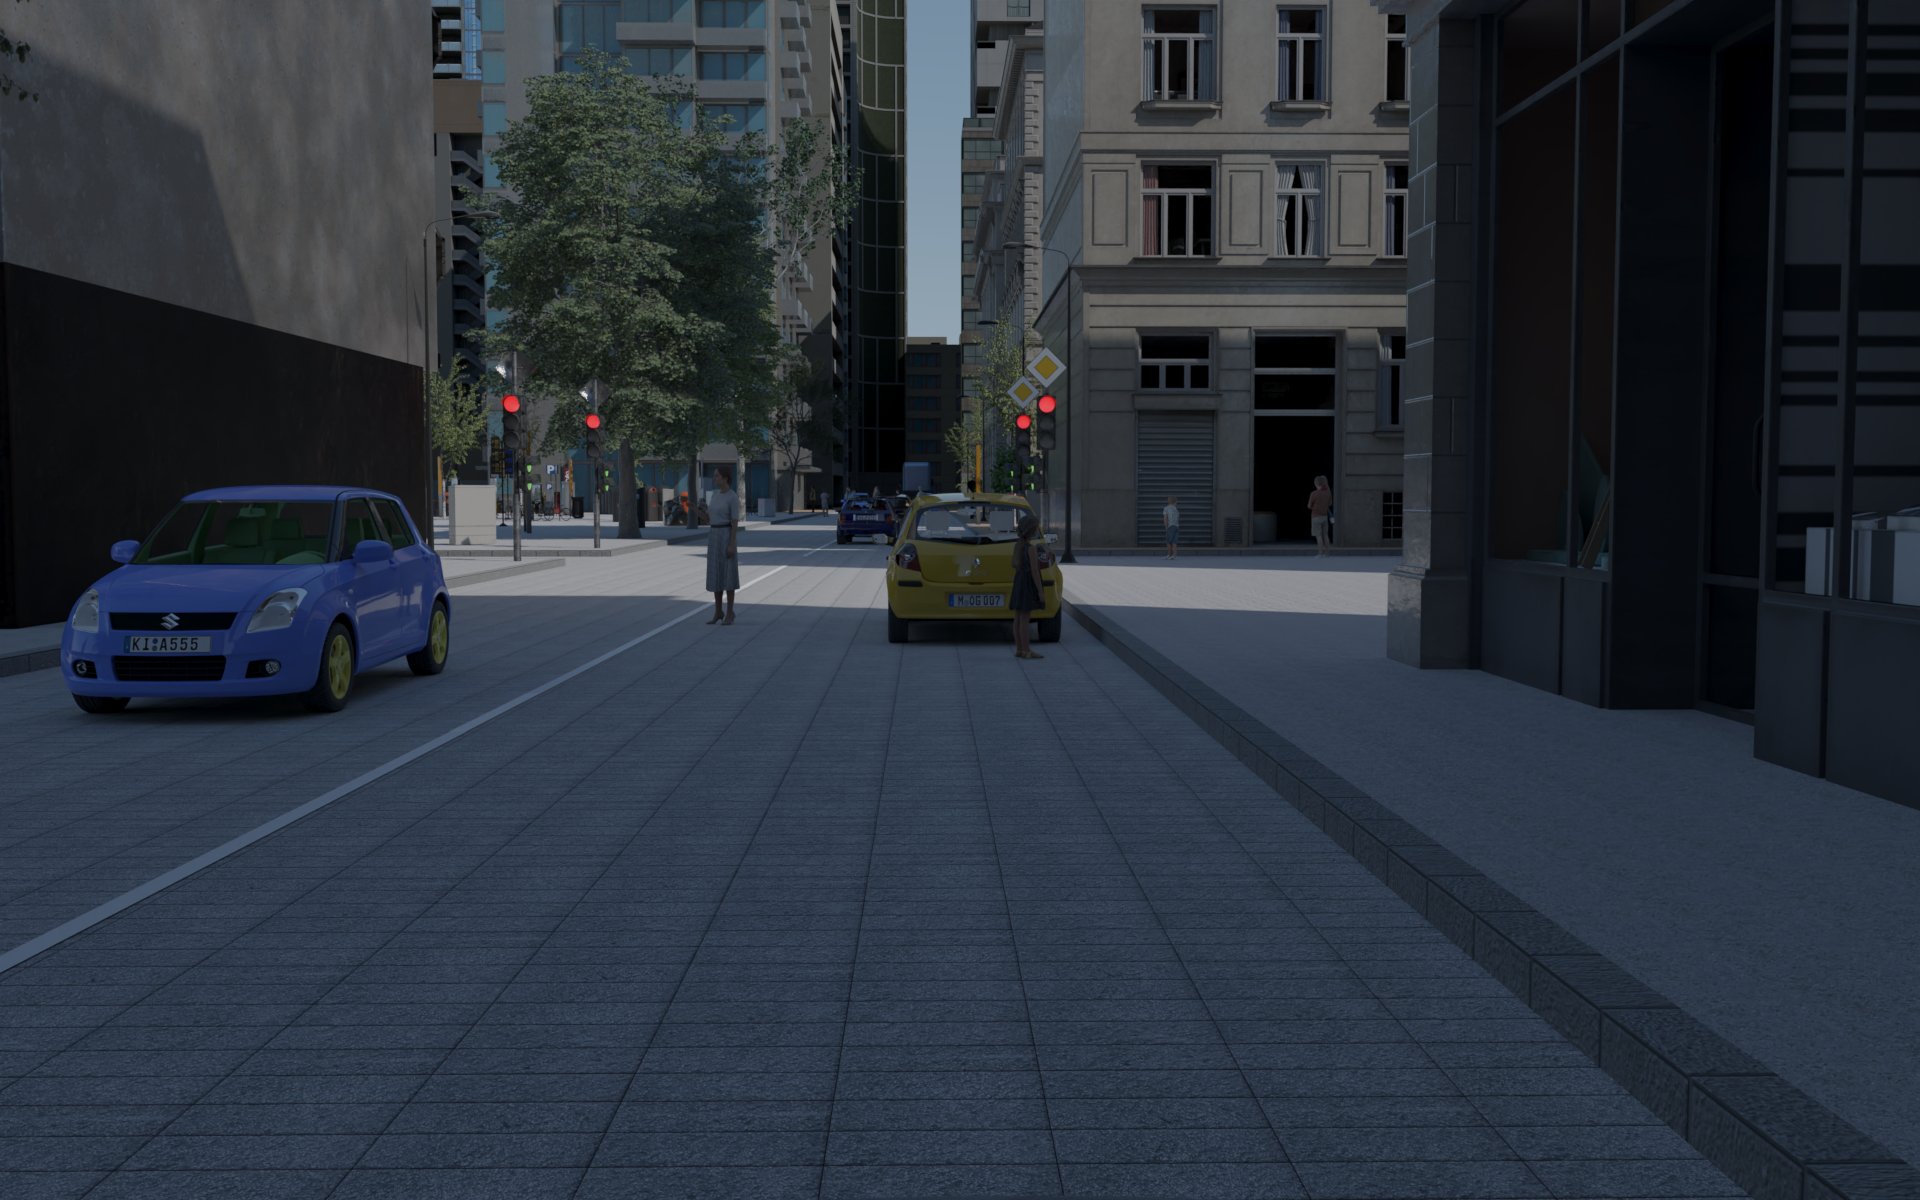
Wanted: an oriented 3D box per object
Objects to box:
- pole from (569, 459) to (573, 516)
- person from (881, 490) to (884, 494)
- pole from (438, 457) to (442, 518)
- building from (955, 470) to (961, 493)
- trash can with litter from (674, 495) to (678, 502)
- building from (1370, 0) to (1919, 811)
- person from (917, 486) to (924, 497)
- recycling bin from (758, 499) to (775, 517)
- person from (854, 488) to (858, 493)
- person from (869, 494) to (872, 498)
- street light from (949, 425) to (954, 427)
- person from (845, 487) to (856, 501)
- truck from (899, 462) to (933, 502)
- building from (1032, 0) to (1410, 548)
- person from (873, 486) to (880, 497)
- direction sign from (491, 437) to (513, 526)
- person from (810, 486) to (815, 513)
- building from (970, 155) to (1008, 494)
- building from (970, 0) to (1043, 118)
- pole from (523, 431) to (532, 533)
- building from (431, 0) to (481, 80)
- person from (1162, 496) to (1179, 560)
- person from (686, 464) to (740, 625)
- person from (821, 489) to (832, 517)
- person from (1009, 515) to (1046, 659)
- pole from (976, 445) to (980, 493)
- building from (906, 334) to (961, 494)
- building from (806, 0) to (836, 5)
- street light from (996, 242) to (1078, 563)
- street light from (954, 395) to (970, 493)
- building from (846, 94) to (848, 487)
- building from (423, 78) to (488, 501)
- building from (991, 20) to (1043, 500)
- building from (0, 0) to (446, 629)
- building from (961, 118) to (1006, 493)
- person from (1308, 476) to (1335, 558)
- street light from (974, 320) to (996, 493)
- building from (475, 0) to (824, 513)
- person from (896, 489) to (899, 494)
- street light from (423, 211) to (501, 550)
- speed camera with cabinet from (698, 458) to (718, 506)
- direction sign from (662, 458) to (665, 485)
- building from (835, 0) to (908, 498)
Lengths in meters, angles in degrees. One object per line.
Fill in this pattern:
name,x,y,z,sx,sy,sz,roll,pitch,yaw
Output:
pole,-22.346,-6.460,99.457,0.158,3.312,0.155,0,3,0
person,-6.473,-8.410,146.718,0.721,1.735,1.217,0,4,-8
pole,-28.345,-6.152,94.420,0.158,3.312,0.155,0,3,0
building,9.918,-45.399,180.520,20.563,71.187,20.611,0,4,-1
trash can with litter,-18.905,-6.170,111.941,2.233,1.210,1.678,-1,4,-14
building,7.801,-9.834,11.690,10.553,20.767,40.483,0,4,-1
person,-1.953,-4.870,88.008,0.818,1.842,0.514,0,4,8
recycling bin,-10.729,-5.114,96.162,0.722,1.027,0.722,-3,4,-38
person,-7.173,-6.725,118.465,0.705,1.822,1.348,1,4,19
person,-9.572,-10.618,185.327,0.599,1.433,0.991,-3,5,-42
street light,-0.012,-8.791,116.275,1.470,5.913,1.316,0,4,-1
person,-5.196,-4.535,82.913,0.793,1.790,0.793,-2,4,-33
truck,-3.414,-9.243,140.881,2.967,4.110,18.799,0,4,-2
building,16.980,-13.147,48.238,30.059,22.955,16.112,0,4,-1
person,-3.877,-4.315,79.233,0.473,1.802,0.592,3,4,36
direction sign,-18.124,-4.685,68.605,0.876,3.537,0.379,0,4,5
person,-10.180,-6.928,119.407,0.705,1.812,1.348,0,4,-1
building,7.556,-16.054,104.290,13.314,21.916,24.055,0,4,-1
building,14.633,-34.721,156.929,28.713,52.752,27.495,0,4,-1
pole,-14.651,-3.955,58.500,0.158,3.312,0.155,0,3,0
building,-56.989,-54.799,208.637,31.000,86.520,22.319,0,4,-1
person,4.103,-1.407,33.737,0.332,1.250,0.352,1,4,12
person,-2.677,-0.605,18.967,0.480,1.755,0.524,3,4,39
person,-8.310,-6.068,108.062,0.716,1.782,0.532,2,4,23
person,0.597,-0.118,15.099,0.373,1.253,0.362,-1,4,-23
pole,0.756,-4.808,72.452,0.158,3.312,0.155,0,3,0
building,8.005,-22.565,213.980,28.899,21.520,27.650,0,4,-1
building,-21.744,-32.602,156.737,21.300,48.544,21.600,0,4,-1
street light,1.475,-3.644,32.122,1.470,5.913,1.316,0,4,-1
street light,0.572,-6.648,81.234,1.470,5.913,1.316,0,4,-1
building,-22.734,-34.060,180.587,21.600,48.544,21.300,0,4,-1
building,-54.795,-32.675,184.345,14.200,45.320,14.600,0,4,-1
building,7.366,-15.461,81.669,11.050,23.489,19.941,0,4,-1
building,-17.461,-9.577,24.034,16.811,18.784,16.820,0,4,-1
building,7.049,-22.301,136.321,14.160,30.474,14.107,0,4,-1
person,7.834,-1.778,37.548,0.573,1.828,0.580,1,4,11
street light,1.153,-4.521,46.452,1.470,5.913,1.316,0,4,-1
building,-22.778,-31.250,130.552,23.786,49.044,30.456,0,4,-1
person,-4.529,-6.925,122.253,0.750,1.759,0.617,1,4,14
street light,-8.242,-3.428,28.595,1.470,5.913,1.316,0,4,-1
speed camera with cabinet,-13.571,-6.108,94.208,0.660,3.252,2.038,-2,4,-31
direction sign,-18.788,-7.211,109.890,0.379,3.537,0.876,0,4,-2
building,-16.683,-47.124,208.730,20.611,71.187,20.563,0,4,-1
